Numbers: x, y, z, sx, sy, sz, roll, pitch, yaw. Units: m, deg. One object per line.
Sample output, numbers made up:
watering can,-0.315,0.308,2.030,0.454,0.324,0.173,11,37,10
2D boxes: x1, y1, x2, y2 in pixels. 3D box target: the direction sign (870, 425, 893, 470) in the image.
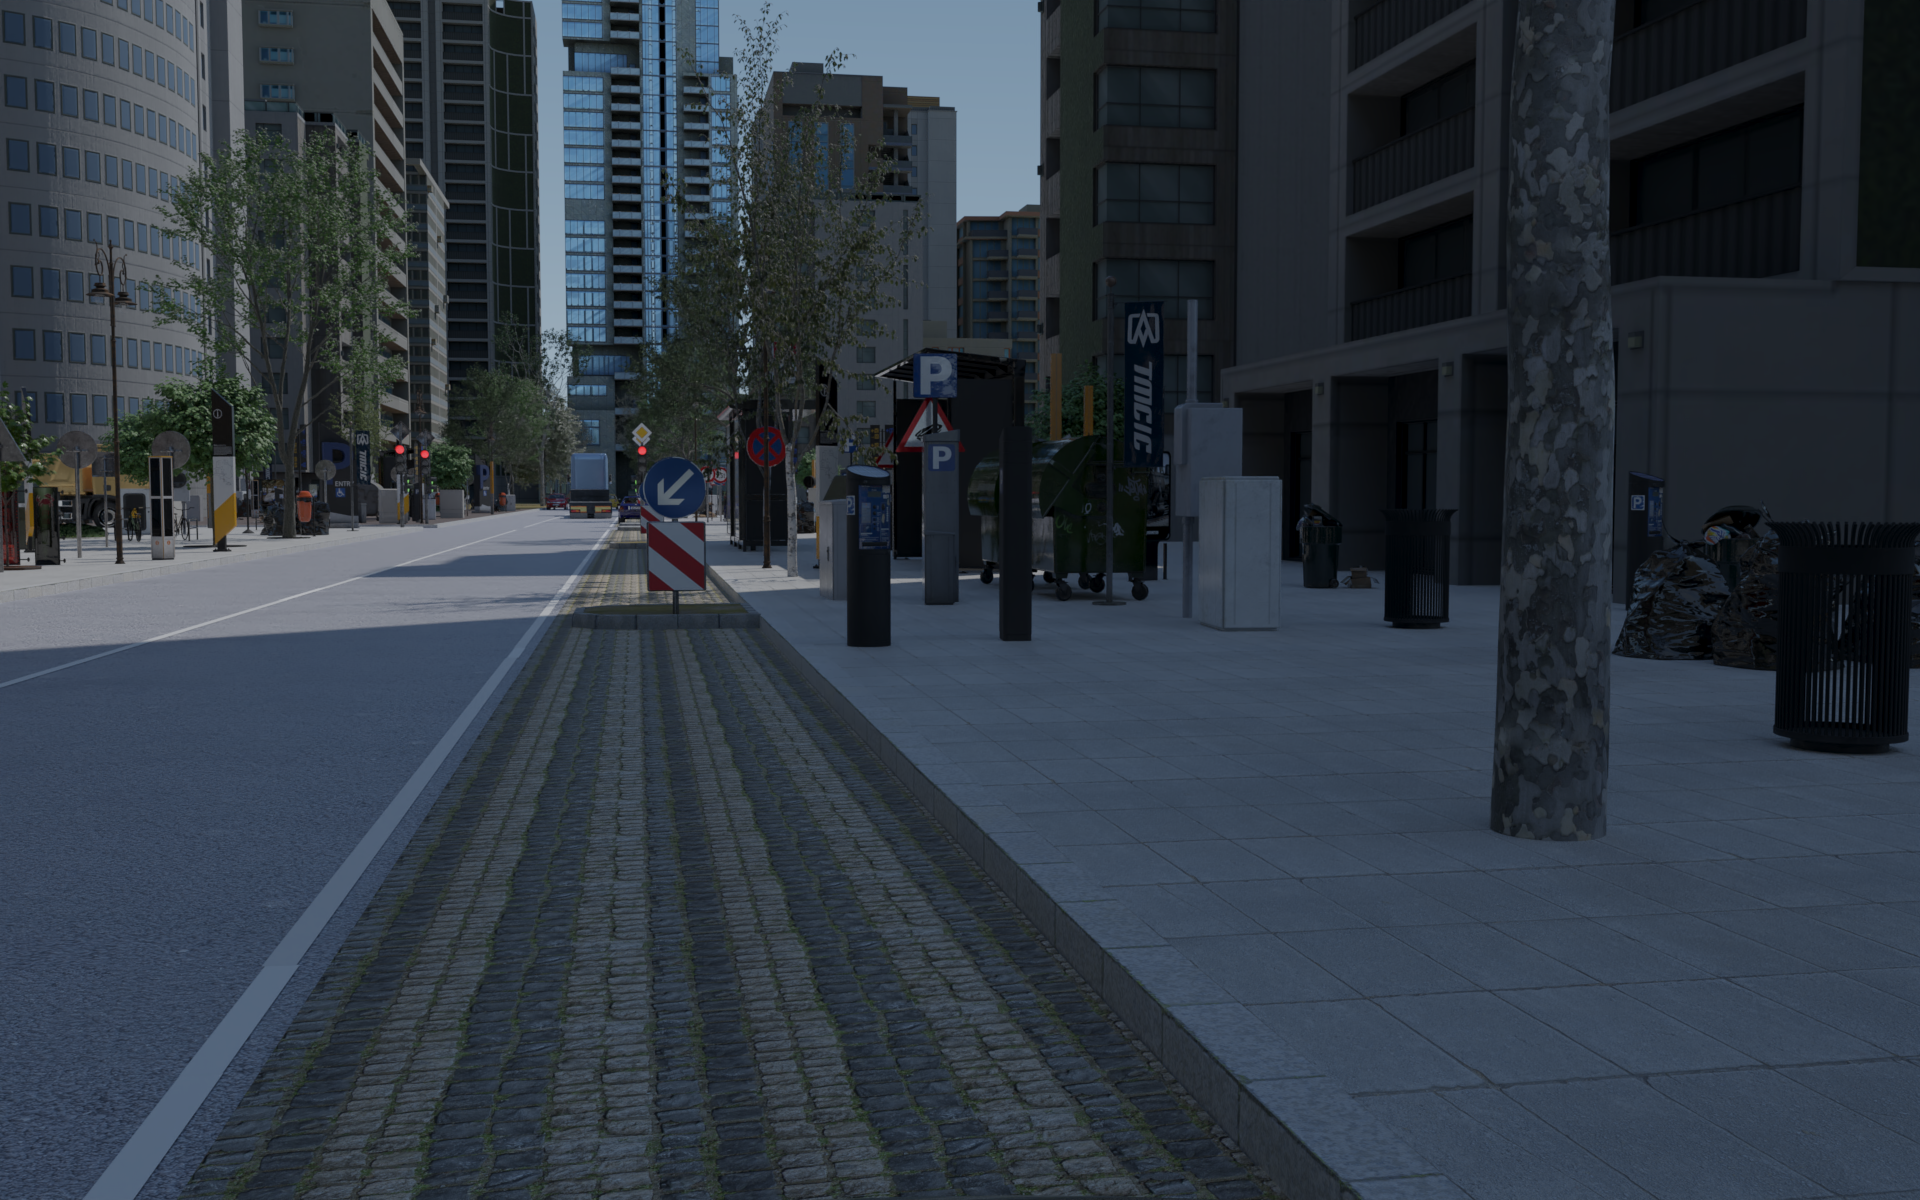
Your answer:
direction sign,-2.530,-3.950,56.574,0.876,3.537,0.379,1,4,23

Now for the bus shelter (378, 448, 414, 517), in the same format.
bus shelter,-29.111,-6.078,90.652,1.731,3.624,6.357,-1,4,-11

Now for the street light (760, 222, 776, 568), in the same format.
street light,-3.335,-3.484,29.752,0.468,5.910,1.993,-1,4,-11

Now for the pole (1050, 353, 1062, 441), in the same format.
pole,1.394,-1.920,25.230,0.158,3.312,0.155,0,3,0

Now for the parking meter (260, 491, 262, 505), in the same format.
parking meter,-44.522,-6.256,110.694,0.372,1.533,0.369,0,3,0

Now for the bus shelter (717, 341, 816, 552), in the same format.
bus shelter,-4.809,-3.974,42.607,2.179,5.291,8.768,-1,4,-10

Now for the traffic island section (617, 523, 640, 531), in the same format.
traffic island section,-12.467,-2.811,68.239,2.009,0.180,2.903,-1,4,-11

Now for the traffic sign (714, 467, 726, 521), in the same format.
traffic sign,-11.212,-4.958,81.176,0.768,2.556,0.104,0,4,-4

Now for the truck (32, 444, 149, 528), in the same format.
truck,-35.019,-4.364,67.274,9.791,3.379,3.469,-1,4,-10

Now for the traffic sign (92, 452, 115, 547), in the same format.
traffic sign,-20.615,-2.426,41.788,0.606,2.300,0.079,0,4,-8

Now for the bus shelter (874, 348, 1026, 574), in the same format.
bus shelter,-0.261,-2.430,31.013,1.731,3.624,6.357,-1,4,-11

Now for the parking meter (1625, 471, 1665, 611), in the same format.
parking meter,7.507,-0.646,18.975,0.372,1.533,0.369,0,3,0

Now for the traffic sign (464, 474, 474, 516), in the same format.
traffic sign,-28.564,-6.132,100.357,0.768,2.556,0.104,0,4,-4

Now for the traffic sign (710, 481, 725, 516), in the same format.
traffic sign,-14.448,-6.311,103.184,0.884,2.594,0.081,-1,4,-9

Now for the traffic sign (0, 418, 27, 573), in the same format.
traffic sign,-15.674,-1.727,28.248,0.884,2.594,0.081,0,4,-1

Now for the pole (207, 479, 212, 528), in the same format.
pole,-28.076,-4.339,64.780,0.158,3.312,0.155,0,3,0

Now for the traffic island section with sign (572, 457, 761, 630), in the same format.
traffic island section with sign,-3.266,-0.642,19.129,1.989,1.847,2.006,-1,4,-11

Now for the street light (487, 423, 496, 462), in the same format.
street light,-30.623,-8.598,113.372,0.468,5.910,1.993,-1,4,-11

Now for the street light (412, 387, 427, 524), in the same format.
street light,-23.419,-6.264,75.211,0.468,5.910,1.993,-1,4,-11

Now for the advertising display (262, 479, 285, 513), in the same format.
advertising display,-30.136,-4.334,76.071,0.974,1.923,0.123,0,4,-5

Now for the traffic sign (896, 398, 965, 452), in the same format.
traffic sign,-0.378,-1.345,21.992,0.884,2.594,0.081,-1,4,-8

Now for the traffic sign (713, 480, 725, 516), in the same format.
traffic sign,-14.226,-6.257,102.406,0.768,2.556,0.104,0,4,-2

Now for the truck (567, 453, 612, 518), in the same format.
truck,-23.292,-7.293,108.997,2.967,4.110,18.799,-1,4,-12

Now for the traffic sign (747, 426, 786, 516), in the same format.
traffic sign,-3.604,-1.979,32.466,0.768,2.556,0.104,0,4,-1

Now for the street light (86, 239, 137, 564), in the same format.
street light,-15.418,-3.598,31.610,0.468,5.910,1.993,-1,4,-11

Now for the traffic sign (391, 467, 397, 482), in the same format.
traffic sign,-25.060,-4.729,77.432,0.768,2.556,0.104,0,4,-5

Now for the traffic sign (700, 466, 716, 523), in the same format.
traffic sign,-11.361,-4.762,77.964,0.768,2.556,0.104,0,4,-4

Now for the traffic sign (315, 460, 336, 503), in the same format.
traffic sign,-23.495,-3.917,64.144,0.768,2.556,0.104,0,4,-2

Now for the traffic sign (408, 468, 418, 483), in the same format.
traffic sign,-26.510,-5.135,84.057,0.768,2.556,0.104,0,4,-2

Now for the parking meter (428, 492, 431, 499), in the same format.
parking meter,-33.522,-6.163,109.177,0.372,1.533,0.369,0,3,0

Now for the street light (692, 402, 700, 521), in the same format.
street light,-10.390,-5.829,68.093,0.468,5.910,1.993,-1,4,-11

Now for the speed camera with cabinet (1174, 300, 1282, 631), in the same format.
speed camera with cabinet,2.625,-1.391,17.075,0.660,3.252,2.038,0,4,-6

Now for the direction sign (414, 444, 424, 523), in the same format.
direction sign,-24.344,-5.257,77.953,0.379,3.537,0.876,1,4,9

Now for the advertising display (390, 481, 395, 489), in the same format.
advertising display,-27.902,-4.888,85.137,0.123,1.923,0.974,-2,4,-24

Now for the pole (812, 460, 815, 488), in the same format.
pole,-8.695,-6.677,103.012,0.158,3.312,0.155,0,3,0

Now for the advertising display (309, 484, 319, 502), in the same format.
advertising display,-42.925,-6.720,115.088,0.974,1.923,0.123,3,4,38

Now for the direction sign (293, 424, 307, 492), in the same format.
direction sign,-21.537,-3.945,56.495,0.876,3.537,0.379,3,5,39

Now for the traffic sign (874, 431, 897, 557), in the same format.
traffic sign,-1.355,-2.165,35.397,0.884,2.594,0.081,-1,4,-10

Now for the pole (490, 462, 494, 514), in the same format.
pole,-29.382,-7.026,108.724,0.158,3.312,0.155,0,3,0

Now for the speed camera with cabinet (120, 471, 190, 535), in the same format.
speed camera with cabinet,-25.523,-3.701,54.853,2.038,3.252,0.660,-1,4,-22

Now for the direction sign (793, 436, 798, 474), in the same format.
direction sign,-6.775,-4.627,67.651,0.876,3.537,0.379,-1,4,-13

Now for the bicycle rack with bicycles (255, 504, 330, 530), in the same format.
bicycle rack with bicycles,-23.743,-2.935,61.364,2.852,0.926,2.925,-2,4,-30

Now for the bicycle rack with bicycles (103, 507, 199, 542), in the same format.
bicycle rack with bicycles,-22.113,-2.081,47.398,2.852,0.926,2.925,-1,4,-16

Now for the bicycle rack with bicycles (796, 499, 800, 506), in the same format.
bicycle rack with bicycles,-12.175,-6.831,125.061,2.925,0.926,2.852,3,5,39

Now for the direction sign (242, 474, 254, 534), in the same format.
direction sign,-23.222,-3.939,56.401,0.379,3.537,0.876,-2,4,-29

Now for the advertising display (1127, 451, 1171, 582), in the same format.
advertising display,2.786,-1.250,25.646,0.123,1.923,0.974,3,5,43

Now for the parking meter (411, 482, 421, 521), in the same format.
parking meter,-25.552,-4.626,81.349,0.255,1.863,0.399,3,5,44

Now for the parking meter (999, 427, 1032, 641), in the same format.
parking meter,0.488,-0.582,15.230,0.255,1.863,0.399,0,4,-5

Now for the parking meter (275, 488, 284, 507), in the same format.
parking meter,-28.973,-3.996,73.752,0.372,1.533,0.369,0,3,0

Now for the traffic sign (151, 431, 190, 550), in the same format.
traffic sign,-15.925,-2.132,34.967,0.768,2.556,0.104,0,4,-3

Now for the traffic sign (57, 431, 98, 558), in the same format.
traffic sign,-17.700,-2.119,34.747,0.768,2.556,0.104,-1,4,-9

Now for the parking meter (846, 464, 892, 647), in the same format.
parking meter,-0.771,-0.380,14.631,0.372,1.533,0.369,0,3,0

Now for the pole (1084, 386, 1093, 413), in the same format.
pole,2.422,-2.381,32.771,0.158,3.312,0.155,0,3,0
